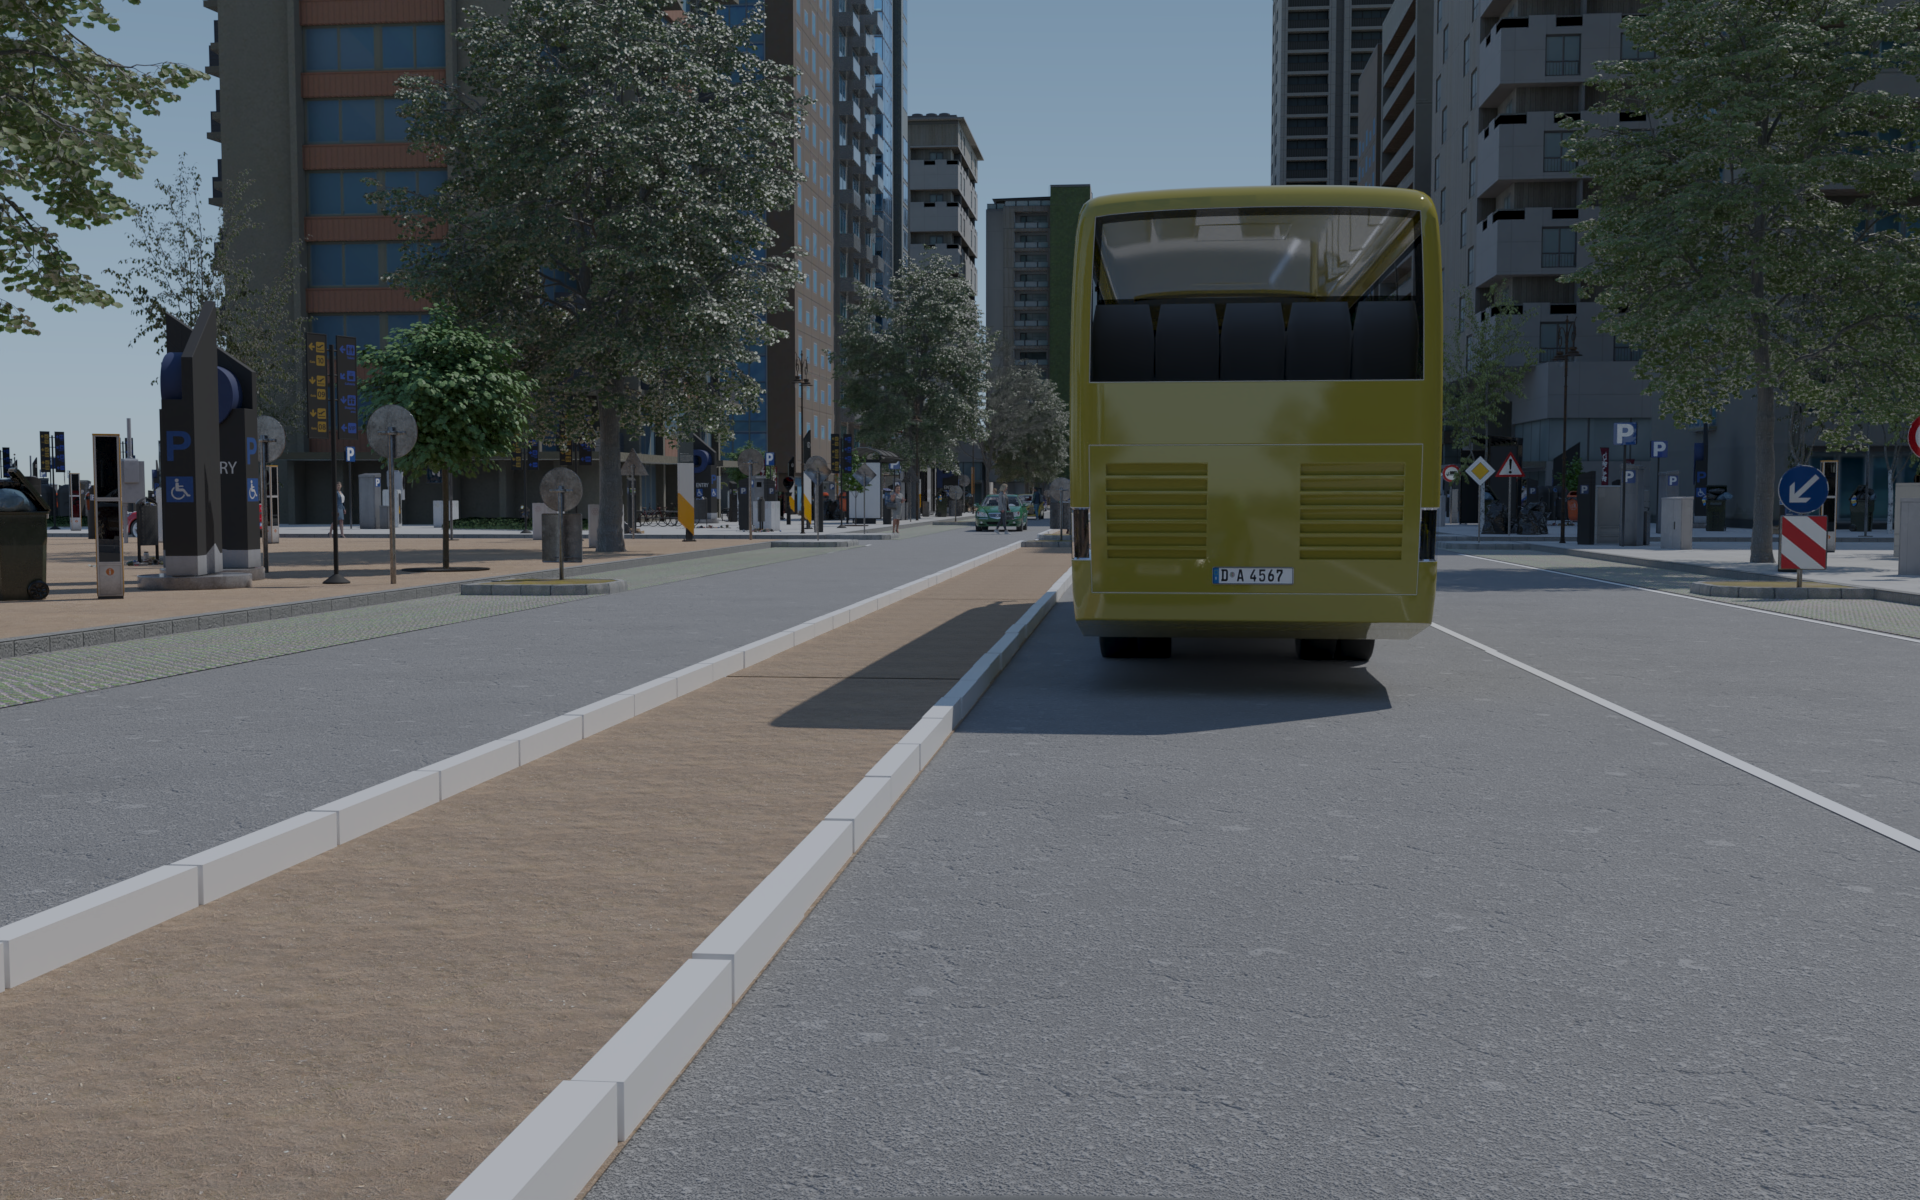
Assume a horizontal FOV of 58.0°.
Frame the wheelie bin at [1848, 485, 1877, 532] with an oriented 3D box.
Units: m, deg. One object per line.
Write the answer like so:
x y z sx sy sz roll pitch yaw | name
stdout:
30.796 -3.129 59.071 0.980 1.594 0.693 -3 4 -39 | wheelie bin

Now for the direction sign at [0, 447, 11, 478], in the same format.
-46.132 -5.588 83.356 0.379 3.537 0.876 2 4 34 | direction sign

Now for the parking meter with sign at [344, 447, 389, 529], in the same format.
-21.663 -4.116 63.565 1.738 3.016 0.543 1 4 16 | parking meter with sign

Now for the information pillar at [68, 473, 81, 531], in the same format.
-30.873 -3.420 60.417 0.304 2.012 0.304 -3 4 -38 | information pillar

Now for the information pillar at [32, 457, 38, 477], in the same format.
-58.539 -7.237 109.678 0.183 3.616 0.504 0 4 1 | information pillar

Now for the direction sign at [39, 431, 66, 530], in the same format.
-32.714 -4.312 62.499 0.379 3.537 0.876 2 4 35 | direction sign

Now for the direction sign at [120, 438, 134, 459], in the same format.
-33.619 -4.749 69.646 0.876 3.537 0.379 0 4 7 | direction sign

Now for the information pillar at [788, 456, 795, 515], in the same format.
-10.437 -7.082 107.139 0.183 3.616 0.504 3 4 38 | information pillar

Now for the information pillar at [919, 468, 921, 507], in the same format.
-2.420 -6.453 96.862 0.504 3.616 0.183 2 4 35 | information pillar

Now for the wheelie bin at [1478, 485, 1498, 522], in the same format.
18.472 -3.224 60.619 0.693 1.594 0.980 1 4 12 | wheelie bin

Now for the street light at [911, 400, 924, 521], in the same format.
-2.079 -6.788 83.765 0.468 5.910 1.993 0 4 6 | street light

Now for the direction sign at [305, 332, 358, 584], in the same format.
-8.933 -2.001 24.708 0.379 3.537 0.876 2 4 29 | direction sign

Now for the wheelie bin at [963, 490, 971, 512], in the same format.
0.319 -7.007 122.479 0.980 1.594 0.693 -1 4 -11 | wheelie bin

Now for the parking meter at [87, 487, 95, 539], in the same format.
-24.638 -2.502 49.315 0.372 1.533 0.369 0 3 0 | parking meter

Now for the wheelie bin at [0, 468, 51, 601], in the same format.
-11.445 -0.801 21.013 0.693 1.594 0.980 -2 4 -35 | wheelie bin

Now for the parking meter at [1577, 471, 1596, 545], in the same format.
15.841 -2.331 43.830 0.255 1.863 0.399 -3 5 -41 | parking meter

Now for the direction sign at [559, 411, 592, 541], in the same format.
-10.470 -3.378 47.235 0.876 3.537 0.379 0 4 -1 | direction sign

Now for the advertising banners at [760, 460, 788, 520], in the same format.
-9.386 -5.520 86.435 0.090 3.025 2.074 -3 5 -43 | advertising banners

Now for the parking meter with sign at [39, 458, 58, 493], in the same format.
-43.454 -5.233 81.822 0.543 3.016 1.738 0 4 5 | parking meter with sign

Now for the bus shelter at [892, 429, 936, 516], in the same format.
-2.628 -7.630 102.377 2.179 5.291 8.768 0 4 6 | bus shelter

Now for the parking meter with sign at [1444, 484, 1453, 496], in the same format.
28.837 -6.616 104.434 1.738 3.016 0.543 2 4 31 | parking meter with sign

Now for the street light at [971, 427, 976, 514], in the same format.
0.849 -8.495 111.676 0.468 5.910 1.993 0 4 6 | street light

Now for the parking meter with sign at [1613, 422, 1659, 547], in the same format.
16.668 -2.850 42.853 0.543 3.016 1.738 3 4 36 | parking meter with sign

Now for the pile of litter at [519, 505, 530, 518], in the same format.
-17.172 -3.379 69.208 1.176 0.858 1.719 -1 4 -11 | pile of litter

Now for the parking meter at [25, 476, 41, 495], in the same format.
-13.475 -1.017 25.038 0.372 1.533 0.369 0 3 0 | parking meter

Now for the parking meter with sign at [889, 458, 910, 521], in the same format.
-2.942 -5.374 84.134 0.543 3.016 1.738 1 4 14 | parking meter with sign

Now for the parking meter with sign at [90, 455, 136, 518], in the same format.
-37.804 -4.965 77.441 1.738 3.016 0.543 0 4 6 | parking meter with sign

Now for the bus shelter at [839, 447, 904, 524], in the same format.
-3.859 -5.056 76.597 2.014 3.302 5.546 0 4 6 | bus shelter

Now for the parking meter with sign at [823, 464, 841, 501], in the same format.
-7.656 -6.423 101.278 0.543 3.016 1.738 -3 4 -38 | parking meter with sign

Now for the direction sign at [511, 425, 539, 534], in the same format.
-14.146 -3.935 56.338 0.876 3.537 0.379 0 4 -2 | direction sign

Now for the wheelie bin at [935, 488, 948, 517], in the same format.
-1.029 -5.416 96.458 0.693 1.594 0.980 -1 4 -11 | wheelie bin

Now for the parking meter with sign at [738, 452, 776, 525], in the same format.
-8.459 -4.627 71.915 0.543 3.016 1.738 3 5 39 | parking meter with sign

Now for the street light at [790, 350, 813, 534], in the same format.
-5.088 -5.081 55.863 0.468 5.910 1.993 0 4 6 | street light

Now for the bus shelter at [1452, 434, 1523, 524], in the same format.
21.412 -4.842 70.447 1.731 3.624 6.357 0 4 6 | bus shelter

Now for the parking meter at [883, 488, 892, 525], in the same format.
-3.058 -3.936 72.766 0.372 1.533 0.369 0 3 0 | parking meter

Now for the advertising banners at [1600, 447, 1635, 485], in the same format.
24.702 -4.219 65.164 2.074 3.025 0.090 -2 4 -33 | advertising banners

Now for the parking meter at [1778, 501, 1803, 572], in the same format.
13.669 -1.227 28.474 0.372 1.533 0.369 0 3 0 | parking meter

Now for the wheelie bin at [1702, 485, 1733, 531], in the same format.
26.082 -3.165 59.663 0.980 1.594 0.693 2 4 26 | wheelie bin

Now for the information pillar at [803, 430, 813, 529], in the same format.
-5.570 -4.381 62.985 0.183 3.616 0.504 2 4 28 | information pillar

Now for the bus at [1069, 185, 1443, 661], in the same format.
2.744 -1.608 17.837 2.896 3.916 12.252 0 4 7 | bus

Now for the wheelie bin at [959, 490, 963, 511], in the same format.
-0.471 -5.678 100.750 0.980 1.594 0.693 0 4 -3 | wheelie bin

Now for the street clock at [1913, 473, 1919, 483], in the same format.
32.103 -3.258 57.832 0.471 2.002 0.358 3 5 43 | street clock

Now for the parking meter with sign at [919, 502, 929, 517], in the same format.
-2.599 -6.205 97.718 1.738 3.016 0.543 0 4 6 | parking meter with sign

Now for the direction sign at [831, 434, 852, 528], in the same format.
-4.455 -4.470 65.088 0.876 3.537 0.379 -2 4 -32 | direction sign

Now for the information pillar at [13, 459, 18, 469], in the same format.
-63.847 -7.688 117.057 0.183 3.616 0.504 1 4 14 | information pillar

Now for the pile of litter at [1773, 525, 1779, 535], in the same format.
26.305 -2.527 55.276 1.719 0.858 1.176 -3 5 -40 | pile of litter

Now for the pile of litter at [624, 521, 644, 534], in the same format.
-10.935 -2.588 56.281 1.176 0.858 1.719 -2 4 -30 | pile of litter

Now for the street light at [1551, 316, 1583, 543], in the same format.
15.720 -4.417 45.012 0.468 5.910 1.993 0 4 6 | street light

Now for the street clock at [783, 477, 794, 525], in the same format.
-7.155 -4.141 72.268 0.471 2.002 0.358 0 4 -4 | street clock

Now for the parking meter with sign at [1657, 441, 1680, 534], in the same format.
22.823 -3.643 55.823 0.543 3.016 1.738 0 4 0 | parking meter with sign

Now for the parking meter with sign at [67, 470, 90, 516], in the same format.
-47.850 -6.011 94.546 1.738 3.016 0.543 0 4 -4 | parking meter with sign
